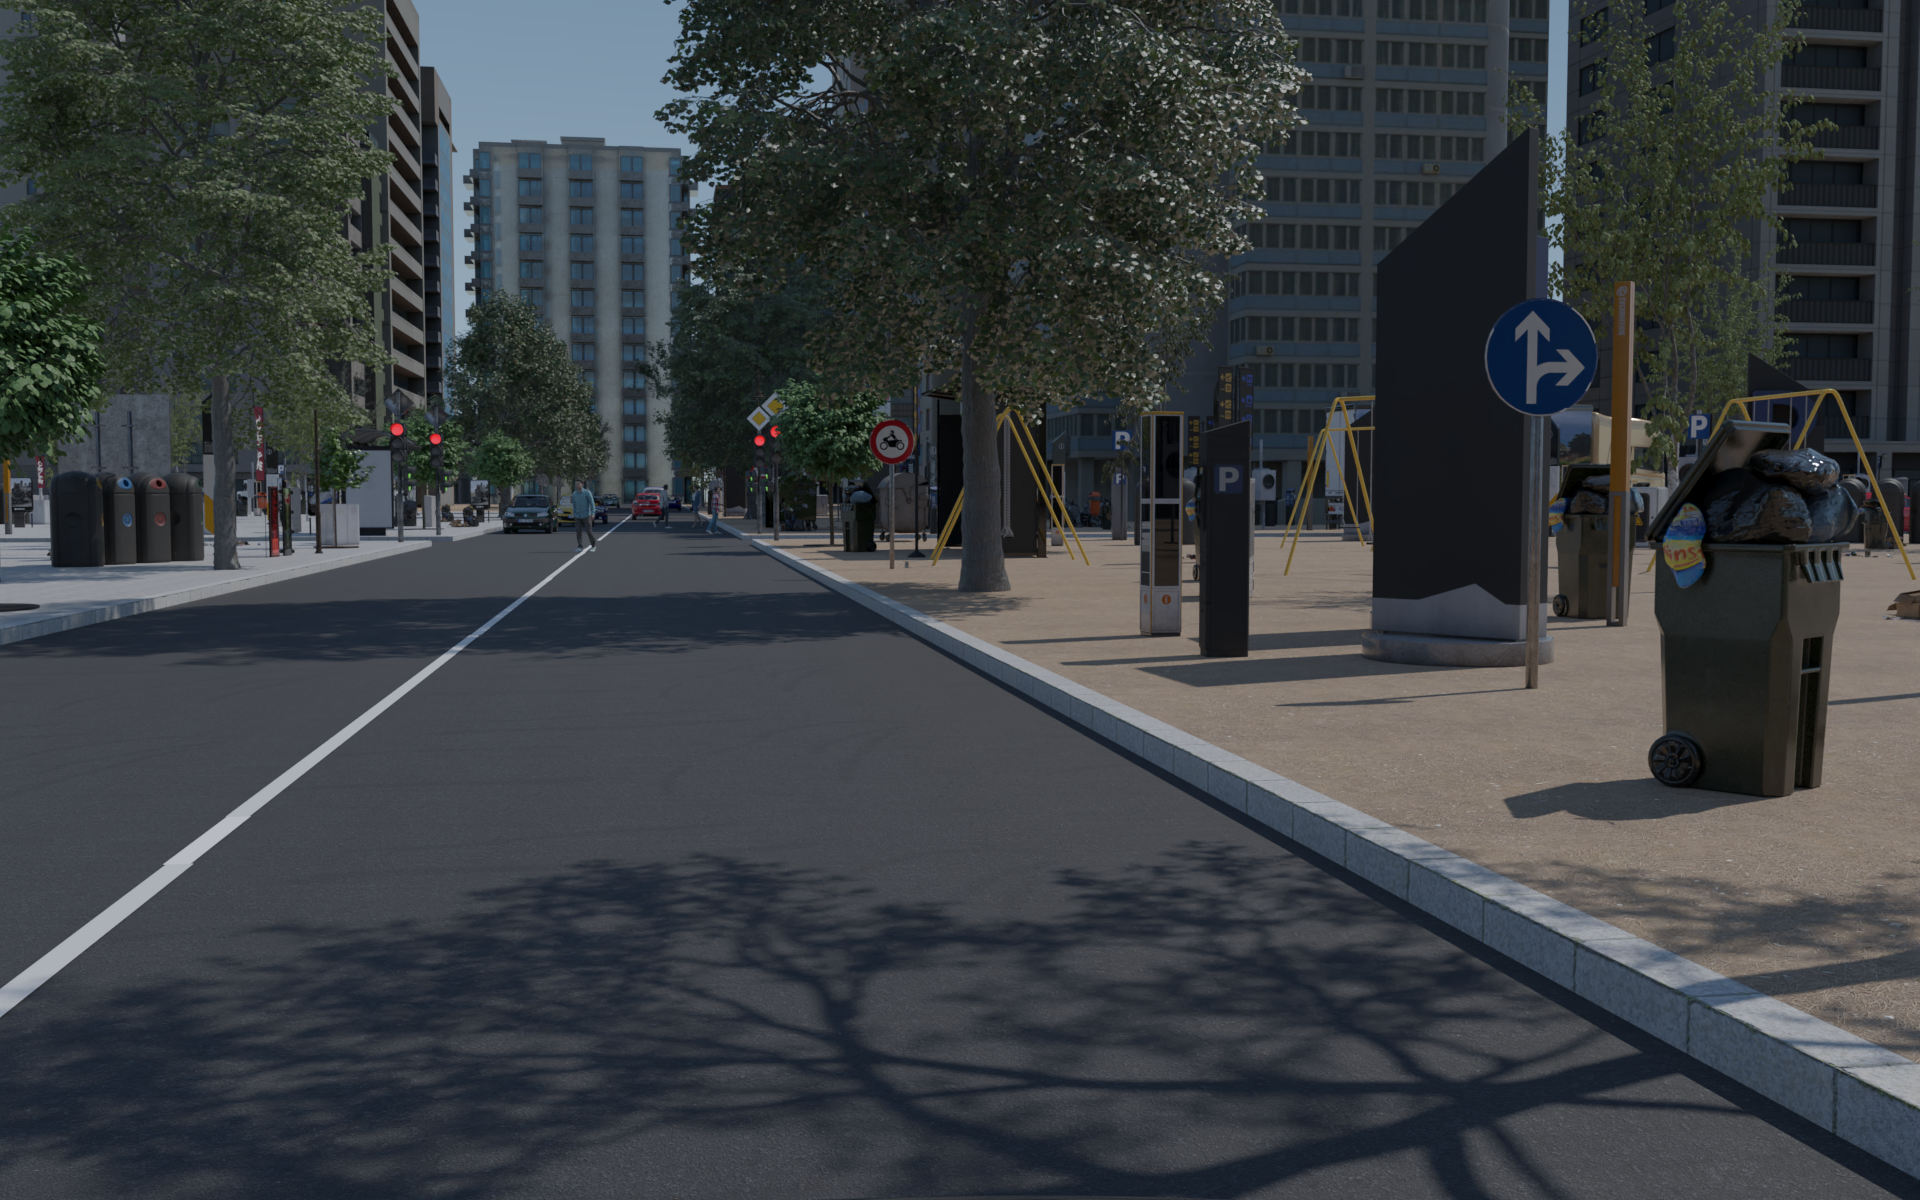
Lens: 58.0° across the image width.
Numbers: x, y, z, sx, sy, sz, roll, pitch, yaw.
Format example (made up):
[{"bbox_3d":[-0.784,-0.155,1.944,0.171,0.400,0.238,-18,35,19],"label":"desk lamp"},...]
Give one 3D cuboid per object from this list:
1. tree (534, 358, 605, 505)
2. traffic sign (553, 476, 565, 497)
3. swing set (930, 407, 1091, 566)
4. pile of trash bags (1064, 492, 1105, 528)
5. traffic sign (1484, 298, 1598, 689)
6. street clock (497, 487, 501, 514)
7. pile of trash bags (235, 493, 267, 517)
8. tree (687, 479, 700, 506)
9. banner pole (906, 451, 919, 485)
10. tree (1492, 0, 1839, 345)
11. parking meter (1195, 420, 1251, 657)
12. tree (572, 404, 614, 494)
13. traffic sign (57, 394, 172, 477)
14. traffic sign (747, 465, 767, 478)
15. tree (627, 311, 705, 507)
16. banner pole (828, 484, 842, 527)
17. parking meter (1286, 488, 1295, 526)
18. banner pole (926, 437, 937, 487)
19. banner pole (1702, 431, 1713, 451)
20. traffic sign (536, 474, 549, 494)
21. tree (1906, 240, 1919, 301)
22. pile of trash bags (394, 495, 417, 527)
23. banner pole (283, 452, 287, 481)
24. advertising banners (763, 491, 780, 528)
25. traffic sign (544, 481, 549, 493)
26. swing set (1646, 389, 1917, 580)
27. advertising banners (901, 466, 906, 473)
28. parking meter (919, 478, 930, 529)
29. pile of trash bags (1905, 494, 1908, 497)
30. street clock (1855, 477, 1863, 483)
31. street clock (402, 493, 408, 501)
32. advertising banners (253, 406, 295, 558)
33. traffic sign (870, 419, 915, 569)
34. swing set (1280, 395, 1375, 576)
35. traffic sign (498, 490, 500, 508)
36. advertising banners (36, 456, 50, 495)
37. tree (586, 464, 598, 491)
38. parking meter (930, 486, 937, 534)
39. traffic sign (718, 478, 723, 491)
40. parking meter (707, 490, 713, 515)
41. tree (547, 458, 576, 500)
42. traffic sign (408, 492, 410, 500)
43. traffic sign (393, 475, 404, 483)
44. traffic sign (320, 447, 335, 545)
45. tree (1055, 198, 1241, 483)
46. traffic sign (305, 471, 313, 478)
[{"bbox_3d":[-33.291,-13.786,143.527,7.486,12.596,7.792,0,3,0],"label":"tree"},{"bbox_3d":[-28.635,-7.562,123.649,0.884,2.594,0.081,0,4,-4],"label":"traffic sign"},{"bbox_3d":[0.873,-2.133,32.502,2.862,2.851,3.119,0,4,-2],"label":"swing set"},{"bbox_3d":[4.884,-3.490,66.816,1.912,1.369,3.447,-1,4,-9],"label":"pile of trash bags"},{"bbox_3d":[3.775,-0.688,11.361,0.768,2.556,0.104,0,4,-7],"label":"traffic sign"},{"bbox_3d":[-27.915,-6.161,105.296,0.358,2.002,0.471,2,4,31],"label":"street clock"},{"bbox_3d":[-41.282,-5.450,98.853,3.447,1.369,1.912,-3,5,-40],"label":"pile of trash bags"},{"bbox_3d":[-29.601,-12.200,194.069,1.663,3.219,1.824,0,3,0],"label":"tree"},{"bbox_3d":[-2.270,-5.831,85.361,0.863,3.779,0.401,1,4,11],"label":"banner pole"},{"bbox_3d":[9.110,-4.415,22.546,4.737,8.622,4.395,0,3,0],"label":"tree"},{"bbox_3d":[2.073,-0.487,13.675,0.399,1.863,0.255,0,4,-4],"label":"parking meter"},{"bbox_3d":[-34.365,-13.469,154.634,7.601,10.594,8.767,0,4,-1],"label":"tree"},{"bbox_3d":[-17.259,-2.537,35.347,2.265,3.308,0.079,0,4,-2],"label":"traffic sign"},{"bbox_3d":[-6.721,-3.558,58.185,0.884,2.594,0.081,0,4,-3],"label":"traffic sign"},{"bbox_3d":[-25.932,-19.095,168.100,12.611,20.169,13.585,0,3,0],"label":"tree"},{"bbox_3d":[-4.889,-4.684,66.592,0.401,3.779,0.863,-1,4,-10],"label":"banner pole"},{"bbox_3d":[13.497,-3.812,70.741,0.372,1.533,0.369,0,3,0],"label":"parking meter"},{"bbox_3d":[-1.270,-5.232,75.566,0.401,3.779,0.863,-3,5,-40],"label":"banner pole"},{"bbox_3d":[25.955,-4.310,60.489,0.401,3.779,0.863,-2,4,-35],"label":"banner pole"},{"bbox_3d":[-26.057,-6.605,108.104,0.768,2.556,0.104,0,4,-4],"label":"traffic sign"},{"bbox_3d":[24.274,-5.513,40.494,4.737,8.622,4.395,0,3,0],"label":"tree"},{"bbox_3d":[-22.471,-3.593,68.493,1.912,1.369,3.447,-1,4,-14],"label":"pile of trash bags"},{"bbox_3d":[-39.339,-6.787,100.982,0.401,3.779,0.863,-2,4,-31],"label":"banner pole"},{"bbox_3d":[-6.572,-4.278,66.127,2.074,3.025,0.090,-2,4,-31],"label":"advertising banners"},{"bbox_3d":[-30.282,-7.703,126.057,0.768,2.556,0.104,0,4,-1],"label":"traffic sign"},{"bbox_3d":[12.834,-1.817,27.327,2.862,2.851,3.119,0,4,-3],"label":"swing set"},{"bbox_3d":[-3.082,-6.974,110.217,0.090,3.025,2.074,3,4,36],"label":"advertising banners"},{"bbox_3d":[-1.320,-3.514,63.169,0.399,1.863,0.255,1,4,16],"label":"parking meter"},{"bbox_3d":[36.772,-3.507,67.095,1.912,1.369,3.447,3,5,41],"label":"pile of trash bags"},{"bbox_3d":[37.669,-4.175,72.835,0.471,2.002,0.358,0,4,-6],"label":"street clock"},{"bbox_3d":[-24.938,-4.490,77.976,0.471,2.002,0.358,2,4,34],"label":"street clock"},{"bbox_3d":[-13.968,-2.388,35.237,0.090,3.025,2.074,0,4,-2],"label":"advertising banners"},{"bbox_3d":[-1.161,-1.801,29.560,0.768,2.556,0.104,0,4,-6],"label":"traffic sign"},{"bbox_3d":[7.191,-1.799,27.037,2.862,2.851,3.119,-3,5,-44],"label":"swing set"},{"bbox_3d":[-28.253,-6.484,106.125,0.768,2.556,0.104,0,4,-5],"label":"traffic sign"},{"bbox_3d":[-41.840,-5.121,79.909,0.090,3.025,2.074,1,4,14],"label":"advertising banners"},{"bbox_3d":[-41.814,-14.902,194.005,4.360,8.622,3.978,0,3,0],"label":"tree"},{"bbox_3d":[-0.780,-2.884,55.565,0.372,1.533,0.369,0,3,0],"label":"parking meter"},{"bbox_3d":[-15.178,-6.639,110.684,0.606,2.300,0.079,0,4,-5],"label":"traffic sign"},{"bbox_3d":[-15.528,-6.078,107.782,0.372,1.533,0.369,0,3,0],"label":"parking meter"},{"bbox_3d":[-31.306,-11.295,135.030,4.737,8.622,4.395,0,3,0],"label":"tree"},{"bbox_3d":[-24.551,-4.711,77.125,0.768,2.556,0.104,0,4,-2],"label":"traffic sign"},{"bbox_3d":[-23.065,-4.294,71.393,0.795,2.450,0.064,0,4,-1],"label":"traffic sign"},{"bbox_3d":[-15.191,-2.563,42.016,0.768,2.556,0.104,0,4,-5],"label":"traffic sign"},{"bbox_3d":[4.278,-5.437,39.262,4.360,8.622,3.978,0,3,0],"label":"tree"},{"bbox_3d":[-21.753,-3.596,58.796,0.884,2.594,0.081,-1,4,-10],"label":"traffic sign"}]
